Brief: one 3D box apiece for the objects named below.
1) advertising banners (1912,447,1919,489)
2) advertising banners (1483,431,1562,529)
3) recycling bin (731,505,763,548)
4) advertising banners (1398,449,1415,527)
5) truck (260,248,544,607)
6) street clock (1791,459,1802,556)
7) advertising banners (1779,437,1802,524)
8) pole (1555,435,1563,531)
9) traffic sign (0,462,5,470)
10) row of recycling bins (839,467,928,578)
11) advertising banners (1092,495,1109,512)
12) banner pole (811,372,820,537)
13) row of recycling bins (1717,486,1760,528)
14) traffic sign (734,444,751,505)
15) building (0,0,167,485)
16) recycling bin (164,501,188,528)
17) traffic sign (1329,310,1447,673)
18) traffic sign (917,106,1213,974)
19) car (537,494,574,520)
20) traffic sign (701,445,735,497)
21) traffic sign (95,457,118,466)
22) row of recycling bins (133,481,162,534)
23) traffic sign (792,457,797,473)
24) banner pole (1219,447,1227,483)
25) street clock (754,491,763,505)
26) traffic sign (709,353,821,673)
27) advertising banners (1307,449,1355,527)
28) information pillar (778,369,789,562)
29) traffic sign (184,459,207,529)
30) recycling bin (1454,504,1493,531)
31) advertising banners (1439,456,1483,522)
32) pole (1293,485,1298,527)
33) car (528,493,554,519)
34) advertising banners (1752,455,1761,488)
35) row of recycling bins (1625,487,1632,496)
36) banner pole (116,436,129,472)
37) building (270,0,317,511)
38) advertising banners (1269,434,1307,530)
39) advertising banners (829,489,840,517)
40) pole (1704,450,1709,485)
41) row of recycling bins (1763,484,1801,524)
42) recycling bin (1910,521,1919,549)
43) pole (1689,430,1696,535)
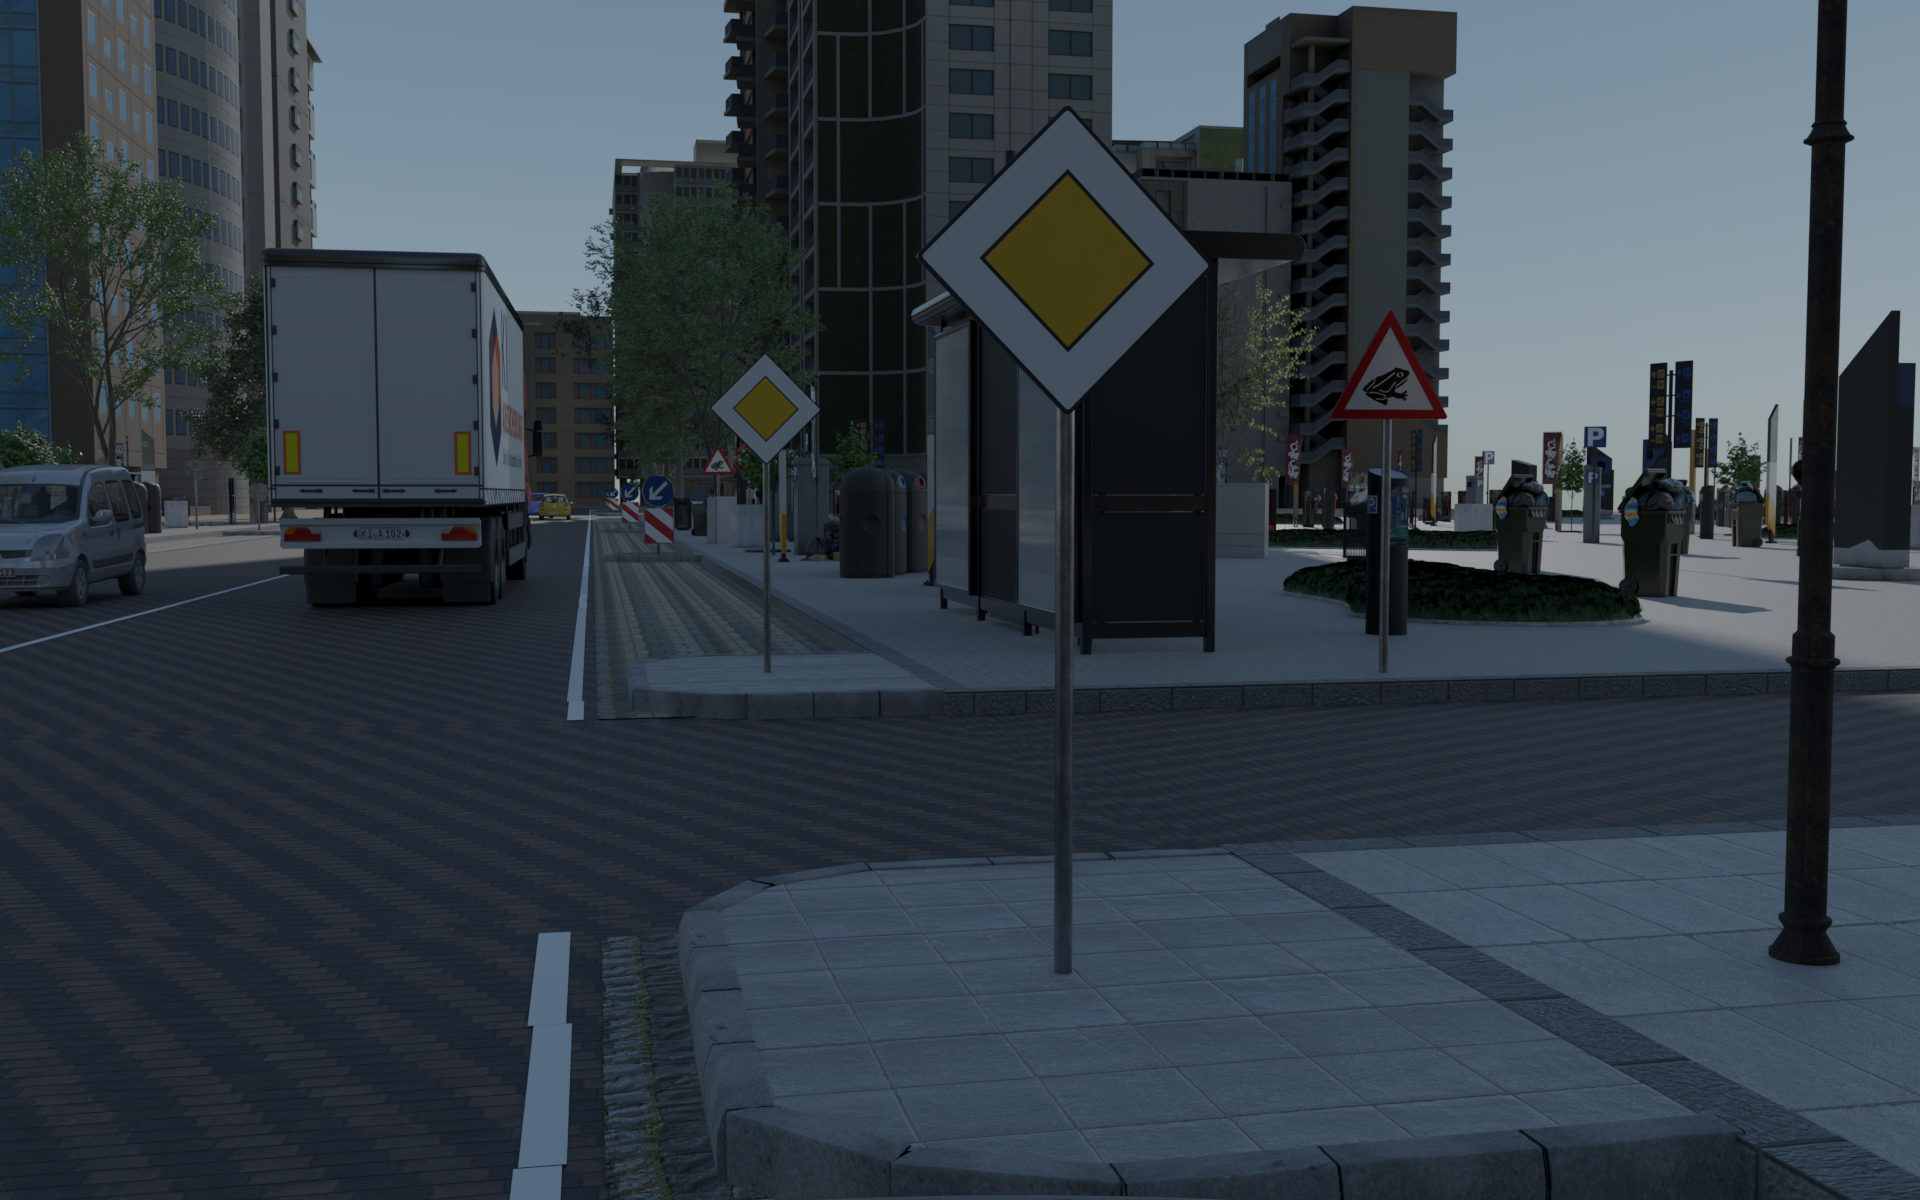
[{"bbox_3d":[35.981,-4.179,64.513,2.074,3.025,0.090,-2,4,-32],"label":"advertising banners"},{"bbox_3d":[15.943,-3.231,49.017,2.074,3.025,0.090,2,4,32],"label":"advertising banners"},{"bbox_3d":[-5.087,-1.780,41.655,0.722,1.027,0.722,-1,4,-20],"label":"recycling bin"},{"bbox_3d":[16.995,-4.269,65.988,0.090,3.025,2.074,0,4,-3],"label":"advertising banners"},{"bbox_3d":[-7.785,-2.235,25.458,2.839,4.237,11.283,-1,4,-11],"label":"truck"},{"bbox_3d":[17.331,-1.898,35.597,0.471,2.002,0.358,1,4,18],"label":"street clock"},{"bbox_3d":[25.739,-3.512,53.603,0.090,3.025,2.074,1,4,8],"label":"advertising banners"},{"bbox_3d":[20.534,-4.007,59.352,0.158,3.312,0.155,0,3,0],"label":"pole"},{"bbox_3d":[-25.171,-2.748,44.926,0.884,2.594,0.081,0,4,-5],"label":"traffic sign"},{"bbox_3d":[-1.095,-1.274,27.950,1.069,1.692,3.534,1,4,16],"label":"row of recycling bins"},{"bbox_3d":[1.787,-1.904,27.325,0.090,3.025,2.074,3,5,41],"label":"advertising banners"},{"bbox_3d":[-2.959,-2.772,35.336,0.401,3.779,0.863,0,4,6],"label":"banner pole"},{"bbox_3d":[29.920,-3.646,66.724,1.069,1.692,3.534,1,4,16],"label":"row of recycling bins"},{"bbox_3d":[-5.319,-2.672,43.795,0.768,2.556,0.104,-1,4,-8],"label":"traffic sign"},{"bbox_3d":[-49.346,-26.699,86.640,14.600,45.320,14.200,-1,4,-12],"label":"building"},{"bbox_3d":[-29.734,-3.250,65.695,0.722,1.027,0.722,-2,4,-34],"label":"recycling bin"},{"bbox_3d":[3.041,-0.756,12.372,0.884,2.594,0.081,-1,4,-10],"label":"traffic sign"},{"bbox_3d":[0.274,-0.058,4.585,0.795,2.450,0.064,-1,4,-12],"label":"traffic sign"},{"bbox_3d":[-22.568,-5.276,96.494,2.015,1.641,3.980,-1,4,-12],"label":"car"},{"bbox_3d":[-6.453,-2.828,46.238,0.884,2.594,0.081,0,4,-6],"label":"traffic sign"},{"bbox_3d":[-28.904,-3.583,58.692,0.768,2.556,0.104,0,4,-7],"label":"traffic sign"},{"bbox_3d":[-26.741,-2.946,55.276,1.069,1.692,3.534,1,4,10],"label":"row of recycling bins"},{"bbox_3d":[-4.125,-2.362,40.746,0.606,2.300,0.079,0,4,-6],"label":"traffic sign"},{"bbox_3d":[12.162,-5.569,81.075,0.863,3.779,0.401,3,4,39],"label":"banner pole"},{"bbox_3d":[-5.237,-2.507,45.552,0.471,2.002,0.358,3,5,42],"label":"street clock"},{"bbox_3d":[-1.387,-0.535,12.396,0.795,2.450,0.064,-1,4,-12],"label":"traffic sign"},{"bbox_3d":[14.199,-4.323,66.868,2.074,3.025,0.090,0,4,4],"label":"advertising banners"},{"bbox_3d":[-3.351,-2.529,32.698,0.183,3.616,0.504,-1,4,-12],"label":"information pillar"},{"bbox_3d":[-27.772,-3.844,62.959,0.768,2.556,0.104,-1,4,-11],"label":"traffic sign"},{"bbox_3d":[13.379,-1.994,45.154,0.722,1.027,0.722,-1,4,-18],"label":"recycling bin"},{"bbox_3d":[23.175,-5.117,79.852,2.074,3.025,0.090,1,4,9],"label":"advertising banners"},{"bbox_3d":[12.991,-4.471,66.949,0.158,3.312,0.155,0,3,0],"label":"pole"},{"bbox_3d":[-24.963,-5.694,102.686,1.945,1.707,3.694,-1,4,-12],"label":"car"},{"bbox_3d":[36.234,-4.958,77.254,2.074,3.025,0.090,3,5,39],"label":"advertising banners"},{"bbox_3d":[37.176,-5.385,95.160,1.069,1.692,3.534,2,4,27],"label":"row of recycling bins"},{"bbox_3d":[-35.966,-5.161,74.393,0.401,3.779,0.863,3,5,45],"label":"banner pole"},{"bbox_3d":[-63.193,-31.242,134.515,21.600,48.544,21.300,-1,4,-12],"label":"building"},{"bbox_3d":[8.999,-3.333,50.678,2.074,3.025,0.090,1,4,15],"label":"advertising banners"},{"bbox_3d":[-3.702,-3.466,52.863,0.090,3.025,2.074,3,5,44],"label":"advertising banners"},{"bbox_3d":[34.312,-5.247,79.634,0.158,3.312,0.155,0,3,0],"label":"pole"},{"bbox_3d":[35.193,-4.088,73.958,3.534,1.692,1.069,2,4,28],"label":"row of recycling bins"},{"bbox_3d":[22.055,-1.718,40.638,0.722,1.027,0.722,1,4,12],"label":"recycling bin"},{"bbox_3d":[23.195,-3.731,54.843,0.158,3.312,0.155,0,3,0],"label":"pole"}]
